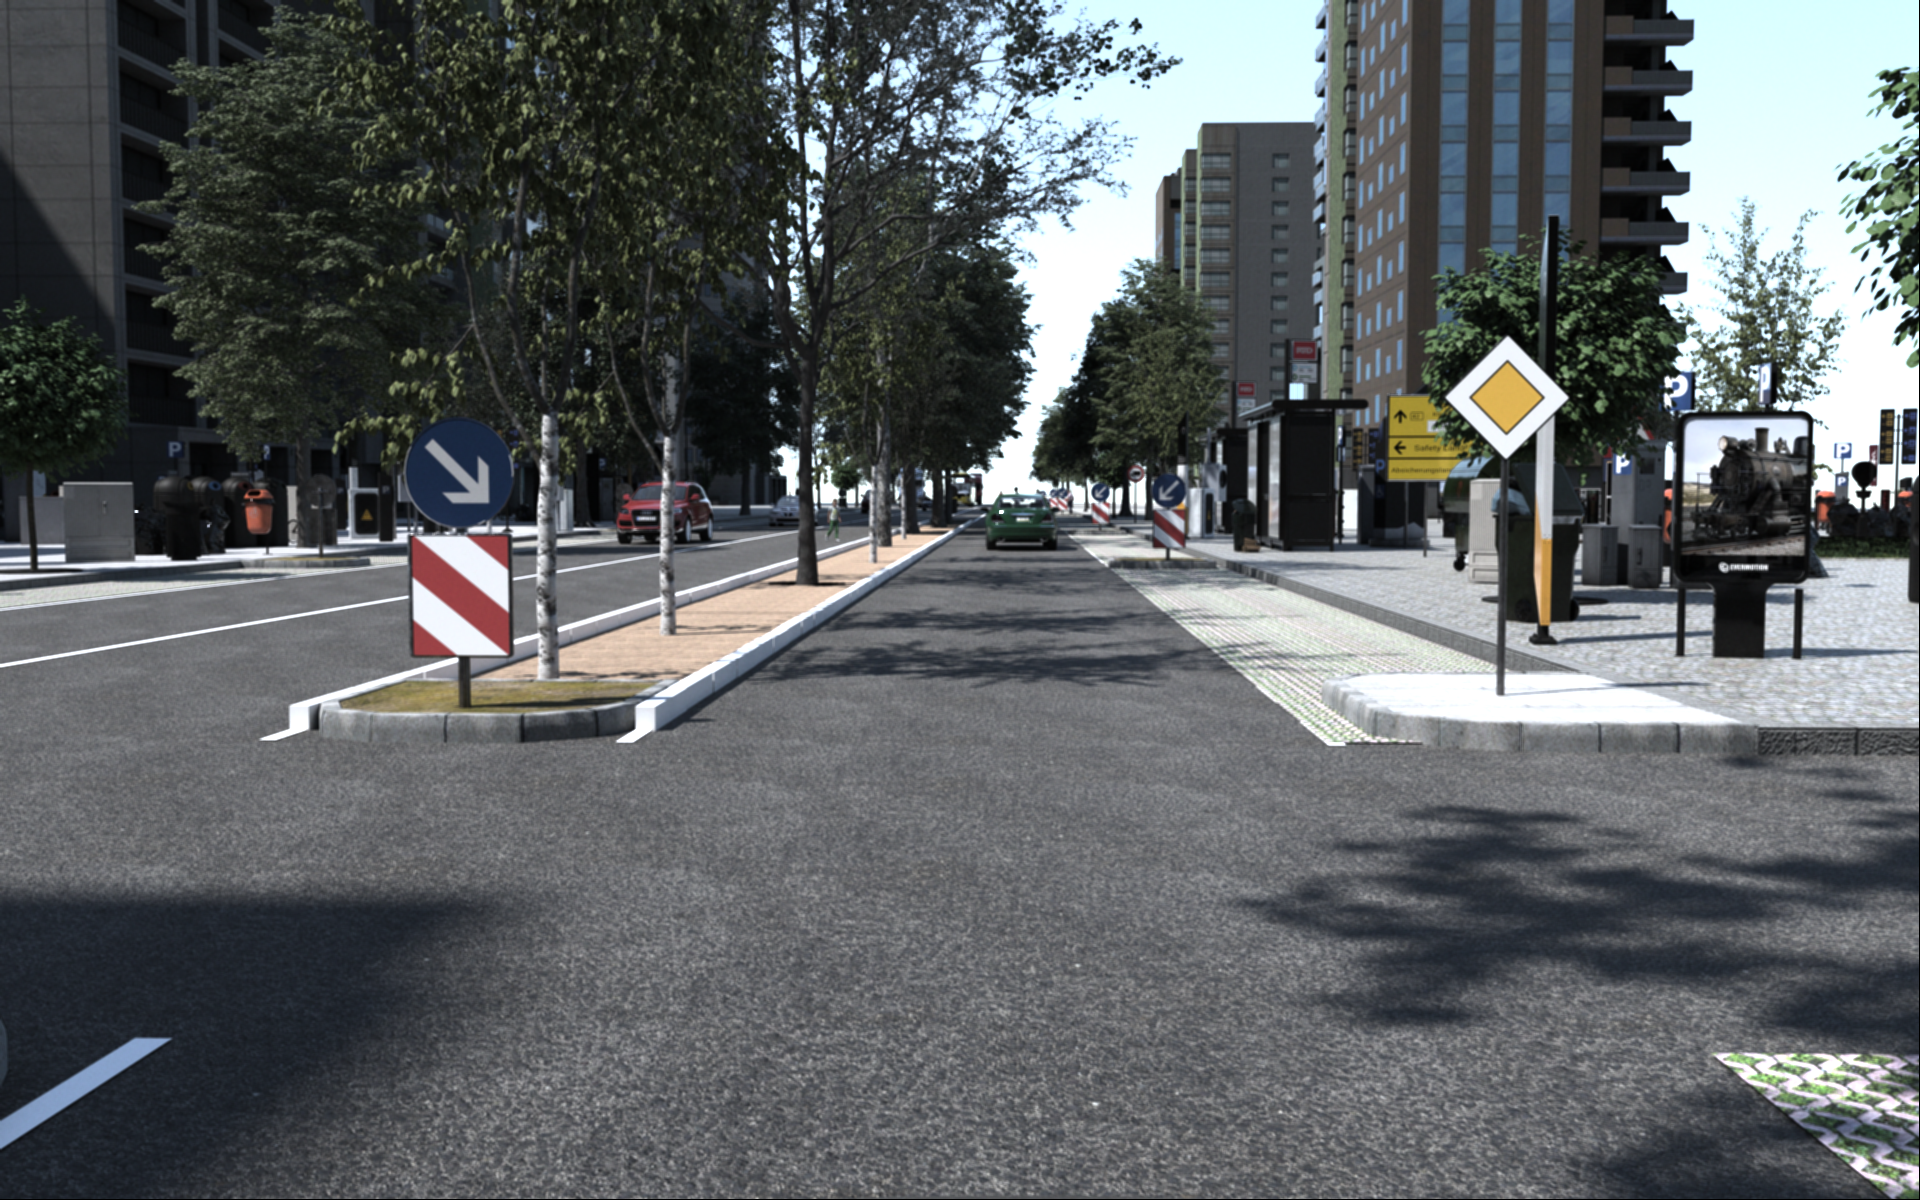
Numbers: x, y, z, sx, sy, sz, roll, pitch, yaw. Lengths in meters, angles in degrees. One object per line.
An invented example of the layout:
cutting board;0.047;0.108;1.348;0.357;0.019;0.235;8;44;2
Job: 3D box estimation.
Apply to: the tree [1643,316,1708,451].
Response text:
tree;28.788;-7.450;72.169;4.360;8.622;3.978;0;3;0

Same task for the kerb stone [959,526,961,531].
kerb stone;-0.126;-2.571;64.232;0.120;0.150;1.000;0;4;2

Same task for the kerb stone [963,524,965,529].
kerb stone;0.016;-2.822;68.341;0.120;0.150;1.000;0;4;2

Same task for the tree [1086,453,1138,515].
tree;9.684;-7.632;108.502;4.285;4.588;4.351;0;3;0

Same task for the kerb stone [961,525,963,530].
kerb stone;-0.050;-2.697;66.289;0.120;0.150;1.000;0;4;2

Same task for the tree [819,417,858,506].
tree;-11.129;-16.042;180.405;7.486;12.596;7.792;0;3;0

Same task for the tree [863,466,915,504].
tree;-9.061;-19.412;234.397;9.611;12.733;9.660;0;3;0

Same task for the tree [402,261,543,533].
tree;-15.059;-6.359;54.340;4.360;8.622;3.978;0;3;0

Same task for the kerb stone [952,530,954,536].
kerb stone;-0.356;-2.132;57.060;0.120;0.150;1.000;0;4;2

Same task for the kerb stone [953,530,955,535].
kerb stone;-0.326;-2.194;58.082;0.120;0.150;1.000;0;4;2

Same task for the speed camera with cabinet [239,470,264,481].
speed camera with cabinet;-26.406;-4.379;65.931;0.660;3.252;2.038;2;4;26

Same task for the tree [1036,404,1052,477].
tree;11.215;-16.068;180.841;7.486;12.596;7.792;0;3;0

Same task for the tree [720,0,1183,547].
tree;-0.868;-11.437;45.349;12.611;20.169;13.585;0;3;0

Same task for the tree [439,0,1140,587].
tree;-2.423;-6.977;26.903;12.009;13.543;11.850;0;3;0

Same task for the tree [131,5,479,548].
tree;-15.299;-7.498;40.719;7.486;12.596;7.792;0;3;0

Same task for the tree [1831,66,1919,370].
tree;6.675;-1.584;9.607;4.285;4.588;4.351;0;3;0

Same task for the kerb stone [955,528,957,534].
kerb stone;-0.255;-2.320;60.126;0.120;0.150;1.000;0;4;2

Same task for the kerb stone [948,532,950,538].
kerb stone;-0.458;-1.943;53.980;0.120;0.150;1.000;0;4;2

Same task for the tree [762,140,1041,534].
tree;-1.766;-9.332;61.686;9.857;13.997;8.962;0;3;0

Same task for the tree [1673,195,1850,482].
tree;19.658;-5.622;42.289;4.737;8.622;4.395;0;3;0

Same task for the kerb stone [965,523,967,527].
kerb stone;0.110;-3.009;71.406;0.120;0.150;1.000;0;4;2

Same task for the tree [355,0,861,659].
tree;-2.984;-3.955;17.491;4.737;8.622;4.395;0;3;0

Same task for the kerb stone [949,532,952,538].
kerb stone;-0.427;-2.007;55.009;0.120;0.150;1.000;0;4;2

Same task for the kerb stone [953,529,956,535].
kerb stone;-0.298;-2.257;59.103;0.120;0.150;1.000;0;4;2

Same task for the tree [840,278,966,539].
tree;-1.774;-6.212;54.386;4.360;8.622;3.978;0;3;0

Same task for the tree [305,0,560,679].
tree;-3.045;-3.660;12.663;4.737;8.622;4.395;0;3;0

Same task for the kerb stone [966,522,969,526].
kerb stone;0.183;-3.135;73.448;0.120;0.150;1.000;0;4;2

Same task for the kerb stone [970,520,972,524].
kerb stone;0.358;-3.447;78.563;0.120;0.150;1.000;0;4;2

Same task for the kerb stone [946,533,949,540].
kerb stone;-0.490;-1.882;52.959;0.120;0.150;1.000;0;4;2

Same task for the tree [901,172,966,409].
tree;-1.826;-5.071;35.724;4.737;8.622;4.395;0;3;0

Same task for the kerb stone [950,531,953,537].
kerb stone;-0.397;-2.069;56.030;0.120;0.150;1.000;0;4;2

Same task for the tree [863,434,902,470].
tree;-9.227;-16.346;201.675;8.767;10.594;7.601;2;4;29

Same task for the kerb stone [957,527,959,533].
kerb stone;-0.185;-2.446;62.185;0.120;0.150;1.000;0;4;2

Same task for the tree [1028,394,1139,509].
tree;10.961;-13.176;149.841;8.767;10.594;7.601;-1;4;-18

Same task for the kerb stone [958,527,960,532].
kerb stone;-0.159;-2.508;63.206;0.120;0.150;1.000;0;4;2

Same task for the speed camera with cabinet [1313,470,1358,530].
speed camera with cabinet;13.597;-4.128;61.821;0.660;3.252;2.038;-3;5;-42

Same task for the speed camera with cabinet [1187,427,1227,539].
speed camera with cabinet;7.219;-3.446;50.672;0.660;3.252;2.038;2;4;27

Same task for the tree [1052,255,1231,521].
tree;9.407;-10.073;82.813;7.486;12.596;7.792;0;3;0

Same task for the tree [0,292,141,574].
tree;-15.293;-2.735;28.438;4.285;4.588;4.351;0;3;0

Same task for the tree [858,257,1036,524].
tree;-0.468;-9.858;81.758;7.486;12.596;7.792;0;3;0

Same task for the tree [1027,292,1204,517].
tree;9.569;-11.100;98.485;9.611;12.733;9.660;0;3;0

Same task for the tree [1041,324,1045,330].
tree;-0.882;-10.022;72.970;9.857;13.997;8.962;0;3;0

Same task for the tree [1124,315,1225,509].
tree;8.505;-7.386;71.123;4.737;8.622;4.395;0;3;0

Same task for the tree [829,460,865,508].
tree;-10.758;-11.034;164.125;4.285;4.588;4.351;0;3;0

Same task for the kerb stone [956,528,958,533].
kerb stone;-0.225;-2.381;61.156;0.120;0.150;1.000;0;4;2

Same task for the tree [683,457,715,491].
tree;-13.818;-5.923;91.445;1.663;3.219;1.824;0;3;0

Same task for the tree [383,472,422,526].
tree;-22.519;-4.671;70.979;1.663;3.219;1.824;0;3;0

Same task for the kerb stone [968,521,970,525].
kerb stone;0.247;-3.260;75.498;0.120;0.150;1.000;0;4;2

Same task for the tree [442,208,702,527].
tree;-14.701;-9.172;66.972;9.611;12.733;9.660;0;3;0

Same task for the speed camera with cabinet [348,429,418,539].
speed camera with cabinet;-16.625;-3.413;50.143;2.038;3.252;0.660;-2;4;-23

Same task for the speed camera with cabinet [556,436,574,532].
speed camera with cabinet;-13.764;-3.977;59.353;0.660;3.252;2.038;0;4;0

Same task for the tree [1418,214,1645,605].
tree;6.919;-2.247;20.453;4.285;4.588;4.351;0;3;0

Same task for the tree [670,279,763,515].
tree;-12.969;-12.077;104.109;9.857;13.997;8.962;0;3;0

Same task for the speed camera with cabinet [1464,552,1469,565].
speed camera with cabinet;9.805;-2.291;31.788;0.660;3.252;2.038;2;4;30
